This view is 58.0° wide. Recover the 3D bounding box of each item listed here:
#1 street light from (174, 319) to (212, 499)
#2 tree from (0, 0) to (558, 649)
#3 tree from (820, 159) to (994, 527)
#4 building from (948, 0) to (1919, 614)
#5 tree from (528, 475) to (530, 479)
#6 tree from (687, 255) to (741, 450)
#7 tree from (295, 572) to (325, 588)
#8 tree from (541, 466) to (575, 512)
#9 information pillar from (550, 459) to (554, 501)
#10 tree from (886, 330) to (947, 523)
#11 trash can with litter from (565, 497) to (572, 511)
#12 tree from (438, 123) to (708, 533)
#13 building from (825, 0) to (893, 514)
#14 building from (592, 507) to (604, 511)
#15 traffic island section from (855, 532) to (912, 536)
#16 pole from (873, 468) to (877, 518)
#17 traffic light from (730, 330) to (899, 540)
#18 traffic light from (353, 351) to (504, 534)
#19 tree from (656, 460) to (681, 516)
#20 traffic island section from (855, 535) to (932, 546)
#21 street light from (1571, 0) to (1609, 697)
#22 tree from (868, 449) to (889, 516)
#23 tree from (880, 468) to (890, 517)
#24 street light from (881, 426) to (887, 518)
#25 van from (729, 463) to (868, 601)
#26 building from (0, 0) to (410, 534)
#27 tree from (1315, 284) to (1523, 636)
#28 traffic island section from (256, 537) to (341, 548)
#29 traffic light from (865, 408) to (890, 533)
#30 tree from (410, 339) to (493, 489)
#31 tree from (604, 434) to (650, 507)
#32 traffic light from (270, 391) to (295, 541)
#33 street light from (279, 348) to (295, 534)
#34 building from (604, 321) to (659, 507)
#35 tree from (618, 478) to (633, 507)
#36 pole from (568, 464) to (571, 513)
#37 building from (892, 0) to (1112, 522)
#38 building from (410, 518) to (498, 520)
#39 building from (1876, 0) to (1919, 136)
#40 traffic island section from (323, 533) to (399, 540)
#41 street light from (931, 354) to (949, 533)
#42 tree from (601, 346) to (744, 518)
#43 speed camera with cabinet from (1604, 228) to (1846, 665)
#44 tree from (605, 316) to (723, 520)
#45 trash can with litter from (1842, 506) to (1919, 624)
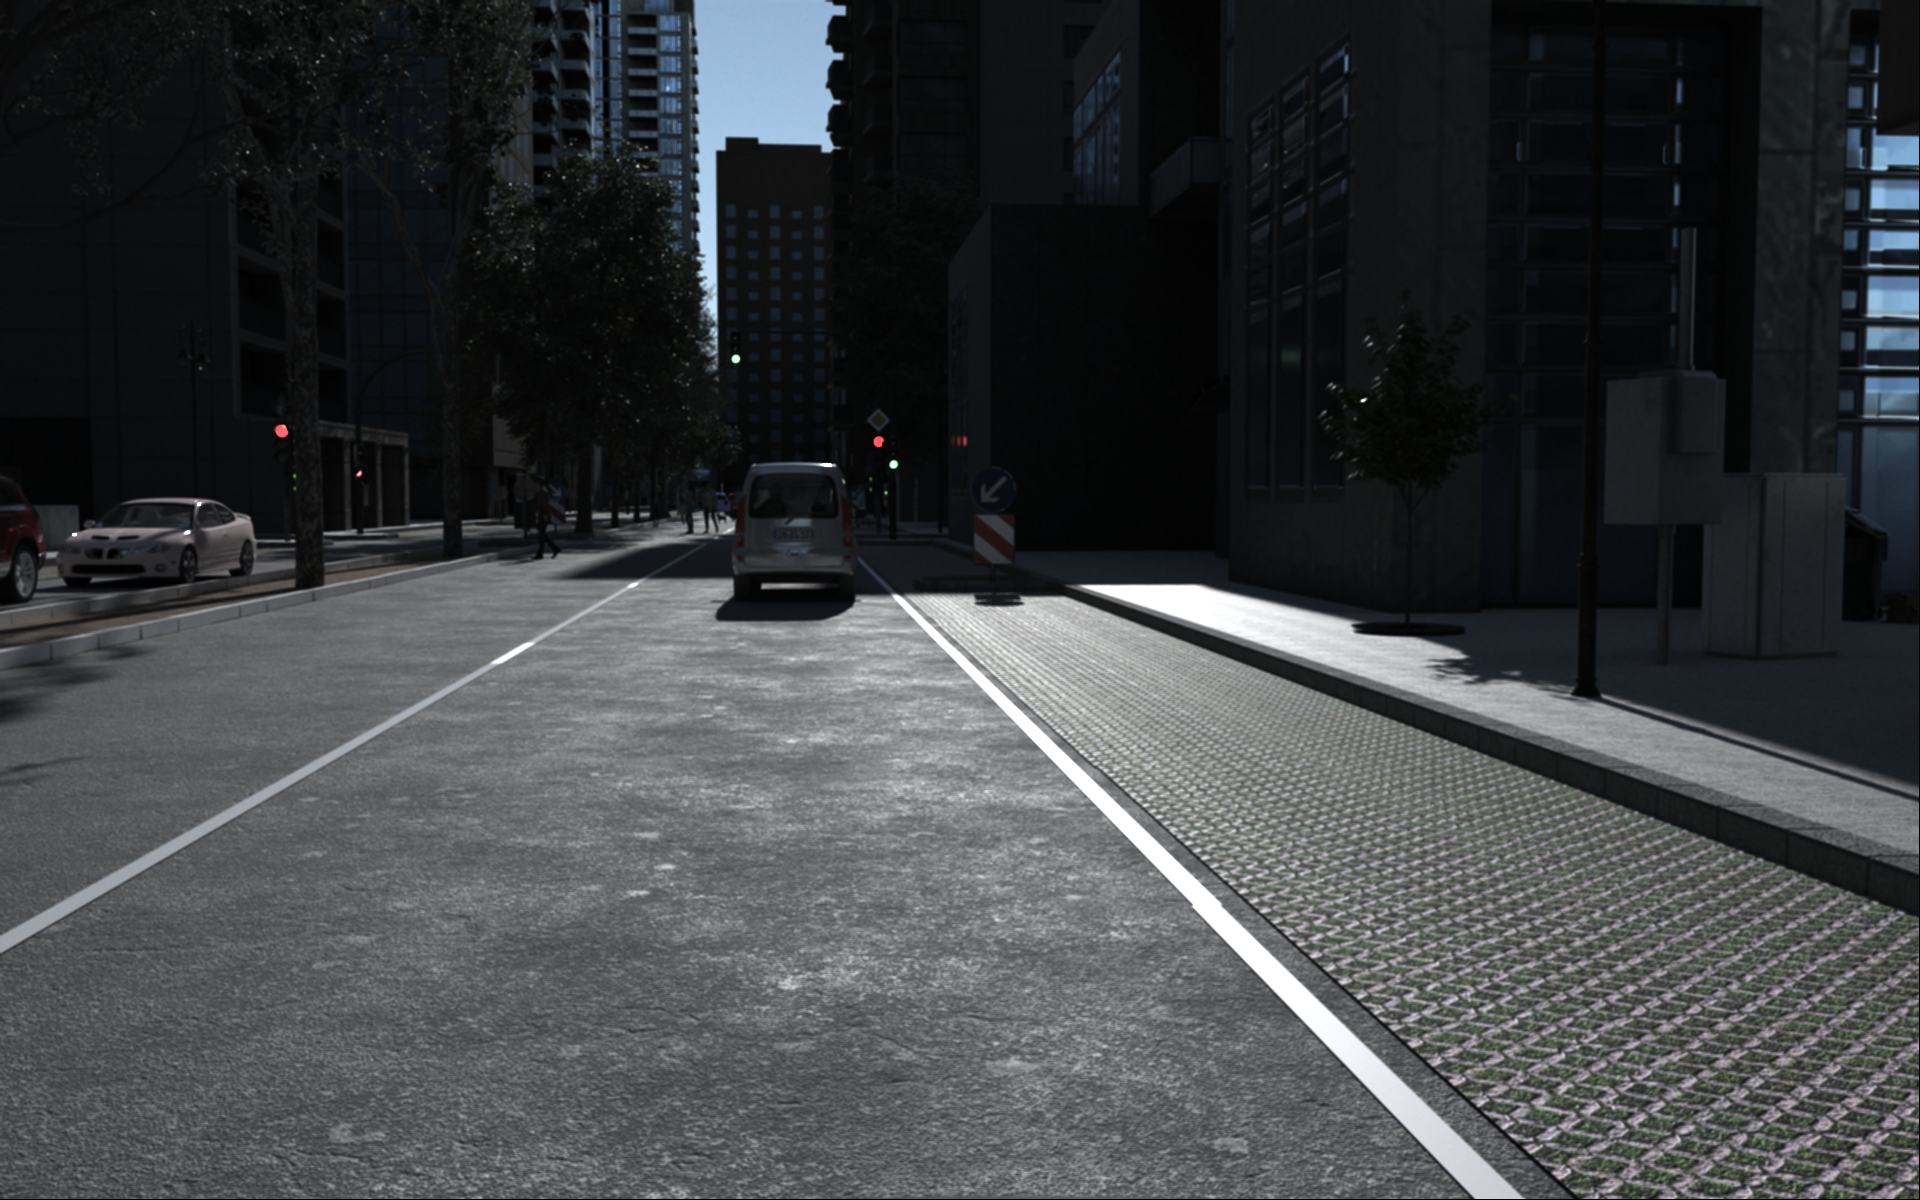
[{"bbox_3d":[-20.258,-4.469,45.862,0.468,5.910,1.993,0,4,-5],"label":"street light"},{"bbox_3d":[-8.741,-6.226,14.624,12.009,13.543,11.850,0,3,0],"label":"tree"},{"bbox_3d":[-0.448,-9.770,66.394,9.857,13.997,8.962,0,3,0],"label":"tree"},{"bbox_3d":[12.265,-44.009,32.225,22.319,86.520,31.000,0,4,-5],"label":"building"},{"bbox_3d":[-27.142,-9.445,104.789,4.737,8.622,4.395,0,3,0],"label":"tree"},{"bbox_3d":[-14.299,-9.703,71.464,12.009,13.543,11.850,0,3,0],"label":"tree"},{"bbox_3d":[-11.236,-10.292,26.626,12.611,20.169,13.585,0,3,0],"label":"tree"},{"bbox_3d":[-28.637,-7.913,123.975,1.663,3.219,1.824,0,3,0],"label":"tree"},{"bbox_3d":[-25.832,-7.233,109.617,0.183,3.616,0.504,0,4,7],"label":"information pillar"},{"bbox_3d":[-1.720,-7.657,75.559,4.737,8.622,4.395,0,3,0],"label":"tree"},{"bbox_3d":[-29.192,-7.144,128.198,1.055,1.170,0.624,-1,4,-17],"label":"trash can with litter"},{"bbox_3d":[-13.237,-9.259,60.489,9.857,13.997,8.962,0,3,0],"label":"tree"},{"bbox_3d":[2.142,-28.312,117.527,22.147,44.769,28.867,0,4,-5],"label":"building"},{"bbox_3d":[-40.727,-50.736,142.209,22.319,86.520,31.000,0,4,-5],"label":"building"},{"bbox_3d":[-2.639,-2.105,56.703,2.009,0.180,2.903,0,4,-5],"label":"traffic island section"},{"bbox_3d":[-4.498,-6.002,91.977,0.158,3.312,0.155,0,3,0],"label":"pole"},{"bbox_3d":[-3.989,-4.503,48.296,4.771,5.953,1.251,0,4,-5],"label":"traffic light"},{"bbox_3d":[-16.990,-4.928,55.234,4.771,5.953,1.251,0,4,-5],"label":"traffic light"},{"bbox_3d":[-18.483,-9.815,113.290,4.360,8.622,3.978,0,3,0],"label":"tree"},{"bbox_3d":[-1.874,-1.619,48.755,2.009,0.180,2.903,0,4,-5],"label":"traffic island section"},{"bbox_3d":[3.983,-2.328,10.844,0.468,5.910,1.993,0,4,-5],"label":"street light"},{"bbox_3d":[-3.712,-7.181,101.129,4.285,4.588,4.351,0,3,0],"label":"tree"},{"bbox_3d":[-3.922,-6.289,97.423,1.663,3.219,1.824,0,3,0],"label":"tree"},{"bbox_3d":[-4.152,-7.401,93.801,0.468,5.910,1.993,0,4,-5],"label":"street light"},{"bbox_3d":[-2.311,-1.078,24.633,2.013,2.044,4.112,0,4,-4],"label":"van"},{"bbox_3d":[-32.010,-38.183,62.541,20.563,71.187,20.611,0,4,-5],"label":"building"},{"bbox_3d":[4.152,-1.319,16.172,1.663,3.219,1.824,0,3,0],"label":"tree"},{"bbox_3d":[-18.340,-1.523,47.182,2.009,0.180,2.903,0,4,-5],"label":"traffic island section"},{"bbox_3d":[-2.679,-4.139,56.585,0.839,4.253,0.868,0,4,-5],"label":"traffic light"},{"bbox_3d":[-24.467,-8.113,83.013,4.737,8.622,4.395,0,3,0],"label":"tree"},{"bbox_3d":[-32.352,-15.215,166.892,7.486,12.596,7.792,0,3,0],"label":"tree"},{"bbox_3d":[-18.300,-3.555,47.051,0.839,4.253,0.868,0,4,-5],"label":"traffic light"},{"bbox_3d":[-21.158,-5.031,55.045,0.468,5.910,1.993,0,4,-5],"label":"street light"},{"bbox_3d":[-48.881,-21.105,190.098,28.899,21.520,27.650,0,4,-5],"label":"building"},{"bbox_3d":[-33.616,-10.951,173.655,1.663,3.219,1.824,0,3,0],"label":"tree"},{"bbox_3d":[-26.797,-7.646,118.853,0.158,3.312,0.155,0,3,0],"label":"pole"},{"bbox_3d":[3.558,-19.219,85.939,14.160,30.474,14.107,0,4,-5],"label":"building"},{"bbox_3d":[-30.902,-27.021,91.903,14.600,45.320,14.200,0,4,-5],"label":"building"},{"bbox_3d":[10.708,-19.525,2.833,14.154,41.232,14.086,0,4,-5],"label":"building"},{"bbox_3d":[-19.105,-2.009,55.131,2.009,0.180,2.903,0,4,-5],"label":"traffic island section"},{"bbox_3d":[-0.652,-5.169,57.306,0.468,5.910,1.993,0,4,-5],"label":"street light"},{"bbox_3d":[-17.921,-11.318,104.510,9.611,12.733,9.660,0,3,0],"label":"tree"},{"bbox_3d":[5.967,-1.170,13.459,2.038,3.252,0.660,-2,4,-26],"label":"speed camera with cabinet"},{"bbox_3d":[-16.760,-10.186,94.758,9.928,11.665,9.643,0,3,0],"label":"tree"},{"bbox_3d":[9.319,-0.375,17.513,0.624,1.170,1.055,-3,5,-39],"label":"trash can with litter"}]
